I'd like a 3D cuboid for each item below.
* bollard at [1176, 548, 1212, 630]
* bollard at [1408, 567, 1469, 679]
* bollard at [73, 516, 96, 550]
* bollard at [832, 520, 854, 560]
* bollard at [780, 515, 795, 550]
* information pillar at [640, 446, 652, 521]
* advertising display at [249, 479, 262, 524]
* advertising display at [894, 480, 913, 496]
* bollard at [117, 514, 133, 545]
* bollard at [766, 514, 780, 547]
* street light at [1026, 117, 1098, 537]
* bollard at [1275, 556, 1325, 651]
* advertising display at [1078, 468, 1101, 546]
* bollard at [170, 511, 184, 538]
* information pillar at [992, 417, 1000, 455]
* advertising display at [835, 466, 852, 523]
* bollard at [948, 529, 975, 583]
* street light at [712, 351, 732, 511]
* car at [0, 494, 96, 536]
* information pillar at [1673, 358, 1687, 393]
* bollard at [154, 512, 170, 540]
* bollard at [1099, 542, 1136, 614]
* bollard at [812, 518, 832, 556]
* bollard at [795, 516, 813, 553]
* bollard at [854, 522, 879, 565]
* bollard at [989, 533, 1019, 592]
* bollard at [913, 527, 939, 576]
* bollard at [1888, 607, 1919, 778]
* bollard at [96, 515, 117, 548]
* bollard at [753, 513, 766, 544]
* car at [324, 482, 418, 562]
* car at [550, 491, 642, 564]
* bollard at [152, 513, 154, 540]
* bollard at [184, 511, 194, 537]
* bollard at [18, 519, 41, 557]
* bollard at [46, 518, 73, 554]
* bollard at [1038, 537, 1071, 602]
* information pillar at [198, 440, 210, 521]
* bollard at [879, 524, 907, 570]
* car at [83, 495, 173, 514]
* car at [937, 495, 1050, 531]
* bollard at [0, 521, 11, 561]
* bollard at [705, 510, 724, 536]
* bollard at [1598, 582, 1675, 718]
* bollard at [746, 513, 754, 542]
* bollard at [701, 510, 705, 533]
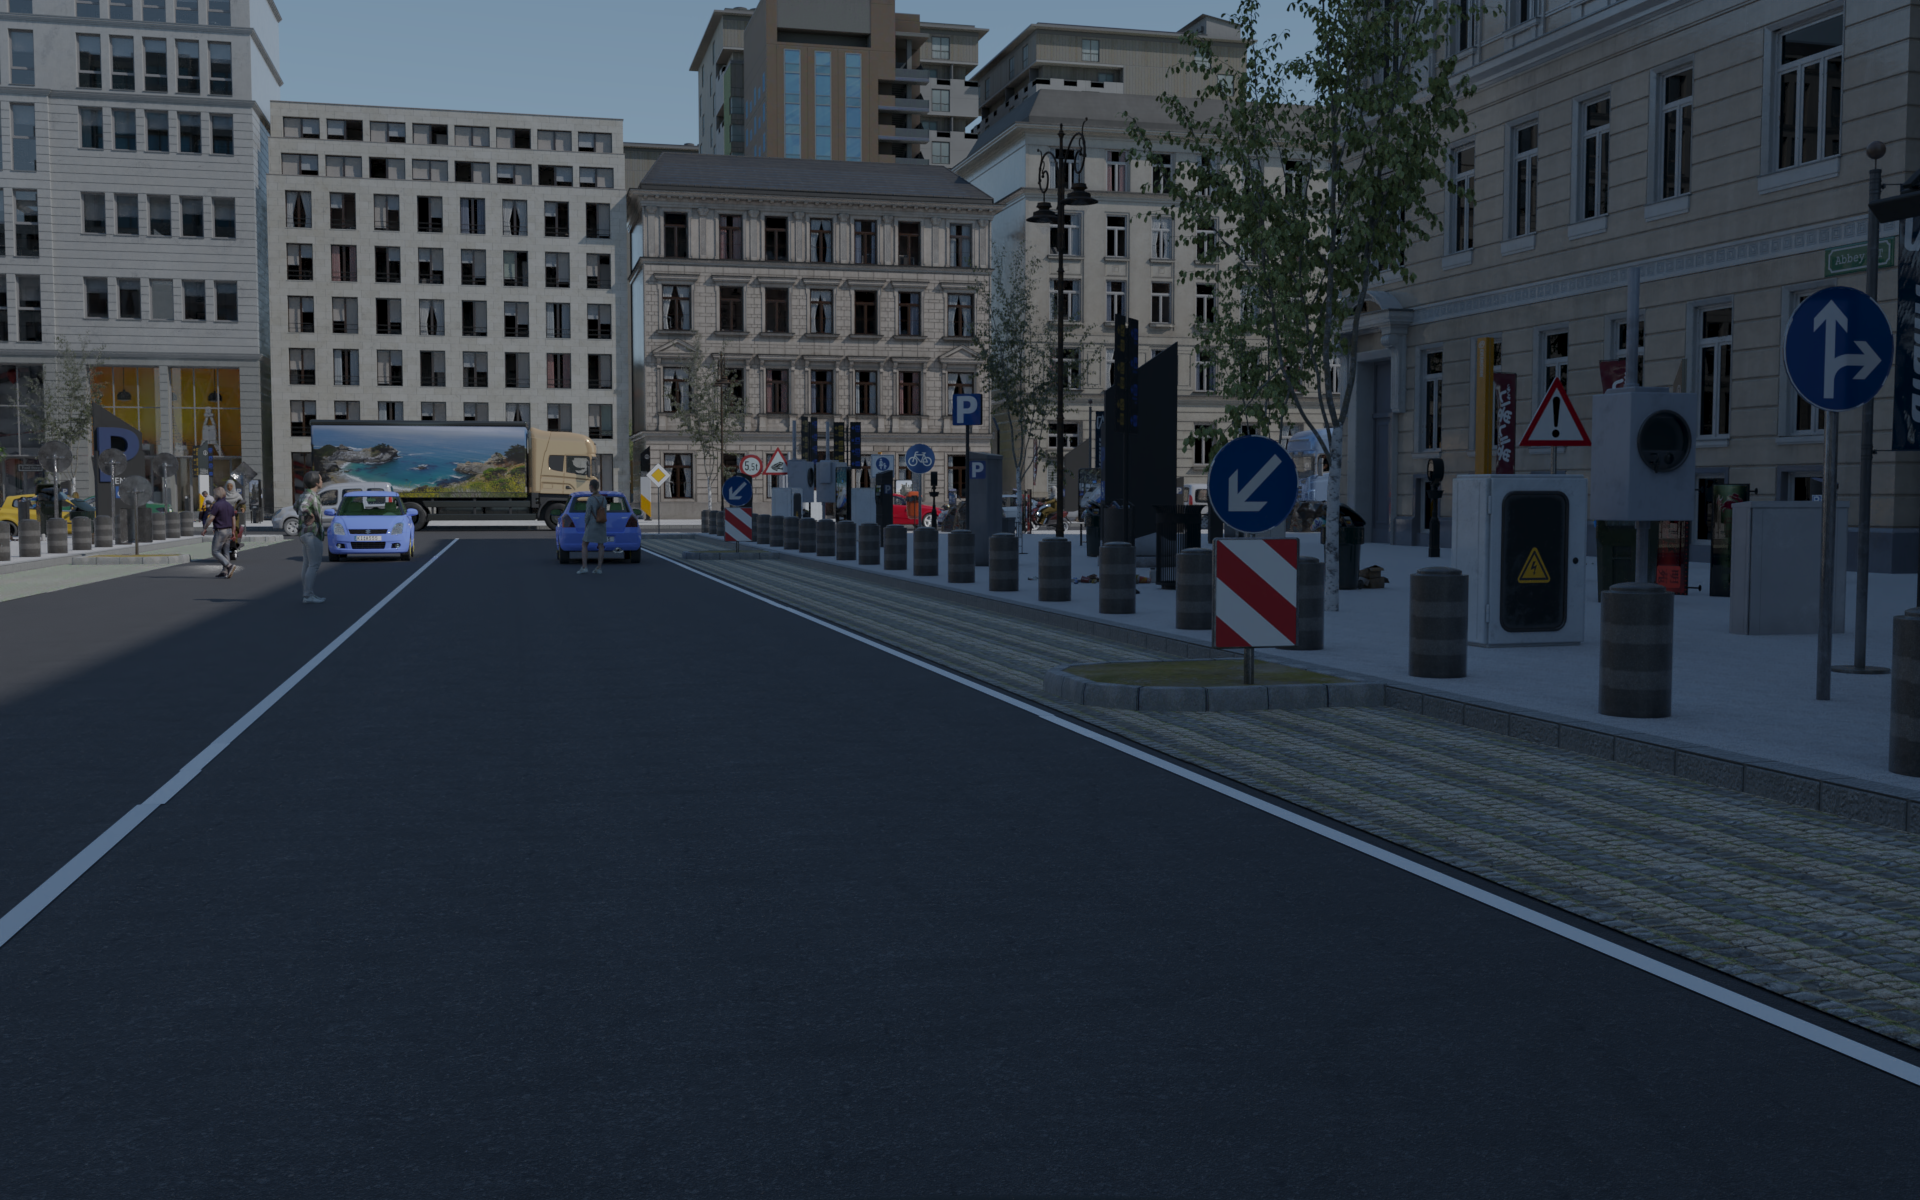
[{"bbox_3d":[2.256,-0.109,16.501,0.404,0.777,0.398,0,3,0],"label":"bollard"},{"bbox_3d":[3.373,0.153,12.211,0.404,0.777,0.398,0,3,0],"label":"bollard"},{"bbox_3d":[-20.085,-1.522,39.601,0.404,0.777,0.398,0,3,0],"label":"bollard"},{"bbox_3d":[-2.211,-1.159,33.668,0.404,0.777,0.398,0,3,0],"label":"bollard"},{"bbox_3d":[-3.885,-1.553,40.106,0.404,0.777,0.398,0,3,0],"label":"bollard"},{"bbox_3d":[-15.080,-5.616,83.171,0.504,3.616,0.183,0,4,1],"label":"information pillar"},{"bbox_3d":[-30.744,-4.302,75.556,0.974,1.923,0.123,3,5,44],"label":"advertising display"},{"bbox_3d":[-2.500,-4.378,76.786,0.974,1.923,0.123,-3,5,-40],"label":"advertising display"},{"bbox_3d":[-21.201,-1.784,43.884,0.404,0.777,0.398,0,3,0],"label":"bollard"},{"bbox_3d":[-4.446,-1.684,42.250,0.404,0.777,0.398,0,3,0],"label":"bollard"},{"bbox_3d":[1.262,-2.995,21.764,0.468,5.910,1.993,-1,4,-15],"label":"street light"},{"bbox_3d":[2.818,0.022,14.364,0.404,0.777,0.398,0,3,0],"label":"bollard"},{"bbox_3d":[3.274,-2.285,42.580,0.123,1.923,0.974,-3,5,-39],"label":"advertising display"},{"bbox_3d":[-22.875,-2.177,50.316,0.404,0.777,0.398,0,3,0],"label":"bollard"},{"bbox_3d":[1.090,-3.754,52.736,0.183,3.616,0.504,-1,4,-17],"label":"information pillar"},{"bbox_3d":[-2.739,-2.168,40.654,0.123,1.923,0.974,-1,4,-20],"label":"advertising display"},{"bbox_3d":[0.021,-0.635,25.095,0.404,0.777,0.398,0,3,0],"label":"bollard"},{"bbox_3d":[-7.712,-5.096,56.114,0.468,5.910,1.993,-1,4,-15],"label":"street light"},{"bbox_3d":[-28.969,-2.789,55.830,3.980,1.641,2.015,-1,4,-14],"label":"car"},{"bbox_3d":[12.507,-2.374,30.162,0.183,3.616,0.504,0,4,6],"label":"information pillar"},{"bbox_3d":[-22.314,-2.046,48.163,0.404,0.777,0.398,0,3,0],"label":"bollard"},{"bbox_3d":[1.697,-0.241,18.658,0.404,0.777,0.398,0,3,0],"label":"bollard"},{"bbox_3d":[-2.770,-1.290,35.809,0.404,0.777,0.398,0,3,0],"label":"bollard"},{"bbox_3d":[-3.333,-1.422,37.966,0.404,0.777,0.398,0,3,0],"label":"bollard"},{"bbox_3d":[-1.650,-1.028,31.522,0.404,0.777,0.398,0,3,0],"label":"bollard"},{"bbox_3d":[0.581,-0.503,22.941,0.404,0.777,0.398,0,3,0],"label":"bollard"},{"bbox_3d":[-0.536,-0.766,27.243,0.404,0.777,0.398,0,3,0],"label":"bollard"},{"bbox_3d":[4.488,0.415,7.933,0.404,0.777,0.398,0,3,0],"label":"bollard"},{"bbox_3d":[-20.649,-1.653,41.744,0.404,0.777,0.398,0,3,0],"label":"bollard"},{"bbox_3d":[-5.009,-1.816,44.410,0.404,0.777,0.398,0,3,0],"label":"bollard"},{"bbox_3d":[-12.920,-1.742,38.068,1.945,1.707,3.694,-1,4,-16],"label":"car"},{"bbox_3d":[-7.768,-1.680,37.056,1.945,1.707,3.694,-1,4,-14],"label":"car"},{"bbox_3d":[-21.759,-1.915,46.023,0.404,0.777,0.398,0,3,0],"label":"bollard"},{"bbox_3d":[-23.435,-2.308,52.455,0.404,0.777,0.398,0,3,0],"label":"bollard"},{"bbox_3d":[-18.969,-1.259,35.307,0.404,0.777,0.398,0,3,0],"label":"bollard"},{"bbox_3d":[-19.529,-1.391,37.462,0.404,0.777,0.398,0,3,0],"label":"bollard"},{"bbox_3d":[1.139,-0.372,20.802,0.404,0.777,0.398,0,3,0],"label":"bollard"},{"bbox_3d":[-32.739,-5.116,74.998,0.183,3.616,0.504,2,4,26],"label":"information pillar"},{"bbox_3d":[-1.095,-0.897,29.382,0.404,0.777,0.398,0,3,0],"label":"bollard"},{"bbox_3d":[-32.106,-3.251,64.947,4.920,1.459,2.131,-1,4,-13],"label":"car"},{"bbox_3d":[1.359,-3.313,66.166,4.499,1.417,2.014,-1,4,-16],"label":"car"},{"bbox_3d":[-18.416,-1.128,33.163,0.404,0.777,0.398,0,3,0],"label":"bollard"},{"bbox_3d":[-7.798,-2.472,55.137,0.404,0.777,0.398,0,3,0],"label":"bollard"},{"bbox_3d":[3.933,0.284,10.072,0.404,0.777,0.398,0,3,0],"label":"bollard"},{"bbox_3d":[-5.565,-1.948,46.561,0.404,0.777,0.398,0,3,0],"label":"bollard"},{"bbox_3d":[-8.357,-2.603,57.275,0.404,0.777,0.398,0,3,0],"label":"bollard"}]
